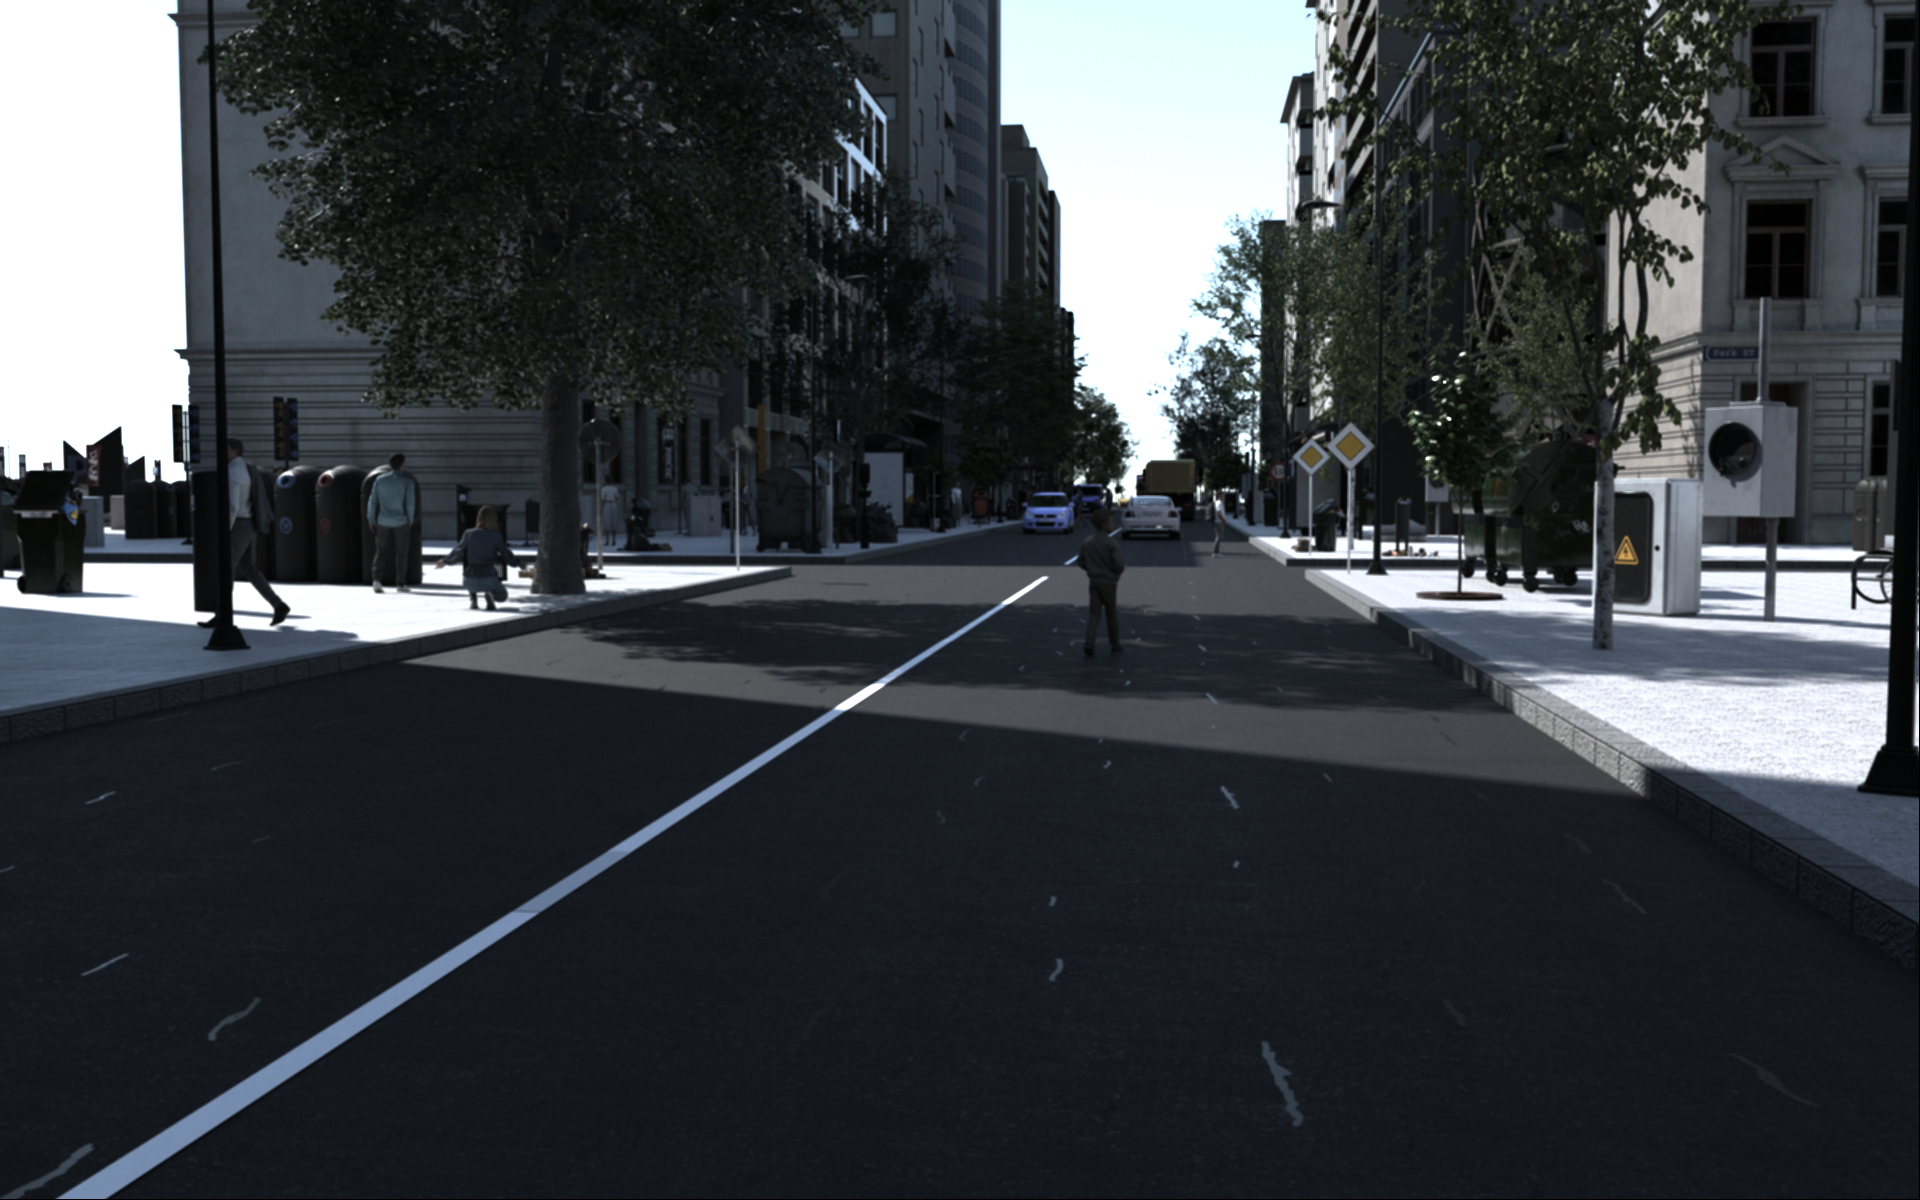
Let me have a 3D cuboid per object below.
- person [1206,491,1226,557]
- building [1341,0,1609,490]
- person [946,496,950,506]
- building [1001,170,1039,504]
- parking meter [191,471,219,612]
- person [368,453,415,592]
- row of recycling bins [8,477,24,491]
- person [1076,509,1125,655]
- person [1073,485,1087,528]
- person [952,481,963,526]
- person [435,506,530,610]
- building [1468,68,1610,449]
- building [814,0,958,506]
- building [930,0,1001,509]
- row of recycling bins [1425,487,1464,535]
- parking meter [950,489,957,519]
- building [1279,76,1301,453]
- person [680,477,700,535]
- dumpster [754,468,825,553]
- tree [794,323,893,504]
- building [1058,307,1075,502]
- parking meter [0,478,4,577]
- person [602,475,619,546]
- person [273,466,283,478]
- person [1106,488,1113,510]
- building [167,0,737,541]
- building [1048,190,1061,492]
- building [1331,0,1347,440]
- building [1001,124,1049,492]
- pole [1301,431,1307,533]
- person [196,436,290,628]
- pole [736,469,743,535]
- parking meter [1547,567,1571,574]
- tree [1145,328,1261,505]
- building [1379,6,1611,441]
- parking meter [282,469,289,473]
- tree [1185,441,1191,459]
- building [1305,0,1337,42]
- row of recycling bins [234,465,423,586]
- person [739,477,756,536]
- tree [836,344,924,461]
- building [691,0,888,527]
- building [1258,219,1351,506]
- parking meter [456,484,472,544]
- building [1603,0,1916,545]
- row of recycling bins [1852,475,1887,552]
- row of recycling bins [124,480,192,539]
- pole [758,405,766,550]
[{"bbox_3d":[5.875,-1.730,39.383,0.523,1.515,0.503,-3,4,-36],"label":"person"},{"bbox_3d":[38.647,-30.393,120.624,21.300,48.544,21.600,0,4,7],"label":"building"},{"bbox_3d":[-0.596,-5.045,93.206,0.332,1.250,0.352,1,4,20],"label":"person"},{"bbox_3d":[2.188,-32.408,213.461,14.154,41.232,14.086,0,4,7],"label":"building"},{"bbox_3d":[-8.223,-0.648,19.012,0.372,1.533,0.369,0,3,0],"label":"parking meter"},{"bbox_3d":[-7.456,-1.015,22.663,0.660,1.820,0.620,0,4,1],"label":"person"},{"bbox_3d":[-23.316,-2.127,41.888,1.069,1.692,3.534,0,4,-1],"label":"row of recycling bins"},{"bbox_3d":[1.256,-0.164,15.454,0.475,1.303,0.640,2,4,25],"label":"person"},{"bbox_3d":[5.146,-4.016,74.180,0.654,1.822,0.581,0,4,-5],"label":"person"},{"bbox_3d":[-0.155,-3.848,69.181,0.478,1.798,0.641,-1,4,-22],"label":"person"},{"bbox_3d":[-5.409,-0.481,19.402,1.012,1.151,0.738,0,4,-2],"label":"person"},{"bbox_3d":[30.572,-12.669,74.585,16.820,18.784,16.811,0,4,7],"label":"building"},{"bbox_3d":[-14.985,-32.906,127.259,28.713,52.752,27.495,0,4,7],"label":"building"},{"bbox_3d":[-8.177,-37.447,154.256,21.231,58.520,28.212,0,4,7],"label":"building"},{"bbox_3d":[16.127,-2.924,54.915,3.534,1.692,1.069,-2,4,-30],"label":"row of recycling bins"},{"bbox_3d":[-0.336,-4.837,87.497,0.372,1.533,0.369,0,3,0],"label":"parking meter"},{"bbox_3d":[54.328,-38.129,212.646,28.713,52.752,27.495,0,4,7],"label":"building"},{"bbox_3d":[-8.375,-2.904,53.622,0.635,1.810,0.391,-3,5,-41],"label":"person"},{"bbox_3d":[-3.814,-2.012,38.659,1.264,1.857,1.865,0,4,7],"label":"dumpster"},{"bbox_3d":[-5.043,-7.551,73.818,4.360,8.622,3.978,0,3,0],"label":"tree"},{"bbox_3d":[10.045,-30.108,263.965,14.160,30.474,14.107,0,4,7],"label":"building"},{"bbox_3d":[-14.989,-1.120,26.729,0.372,1.533,0.369,0,3,0],"label":"parking meter"},{"bbox_3d":[-8.745,-2.235,43.160,0.480,1.755,0.524,-2,4,-32],"label":"person"},{"bbox_3d":[-15.303,-2.053,38.978,0.474,1.900,0.648,-1,4,-19],"label":"person"},{"bbox_3d":[8.954,-5.784,103.253,0.537,1.800,0.526,-2,4,-33],"label":"person"},{"bbox_3d":[-15.501,-13.526,57.303,11.583,22.565,21.152,0,4,7],"label":"building"},{"bbox_3d":[7.100,-36.618,248.809,14.600,45.320,14.200,0,4,7],"label":"building"},{"bbox_3d":[37.622,-29.893,138.858,14.600,45.320,14.200,0,4,7],"label":"building"},{"bbox_3d":[0.379,-37.169,231.406,21.300,48.544,21.600,0,4,7],"label":"building"},{"bbox_3d":[11.199,-3.822,56.329,0.158,3.312,0.155,0,3,0],"label":"pole"},{"bbox_3d":[-6.912,-0.645,16.685,0.850,1.850,0.679,0,4,-8],"label":"person"},{"bbox_3d":[-6.967,-3.716,54.592,0.158,3.312,0.155,0,3,0],"label":"pole"},{"bbox_3d":[9.601,-1.181,27.721,0.372,1.533,0.369,0,3,0],"label":"parking meter"},{"bbox_3d":[27.521,-20.878,197.236,12.611,20.169,13.585,0,3,0],"label":"tree"},{"bbox_3d":[31.489,-18.448,95.133,14.314,27.812,24.014,0,4,7],"label":"building"},{"bbox_3d":[-15.618,-2.094,39.951,0.255,1.863,0.399,-2,4,-31],"label":"parking meter"},{"bbox_3d":[30.769,-16.606,221.862,4.360,8.622,3.978,0,3,0],"label":"tree"},{"bbox_3d":[46.947,-34.836,158.814,28.713,52.752,27.495,0,4,7],"label":"building"},{"bbox_3d":[-9.265,-1.107,25.217,3.534,1.692,1.069,2,4,26],"label":"row of recycling bins"},{"bbox_3d":[-6.551,-2.865,53.167,0.520,1.790,0.573,-1,4,-17],"label":"person"},{"bbox_3d":[-3.838,-8.044,81.886,4.737,8.622,4.395,0,3,0],"label":"tree"},{"bbox_3d":[-15.885,-17.158,85.042,19.350,26.468,34.151,0,4,7],"label":"building"},{"bbox_3d":[51.785,-35.181,258.796,14.154,41.232,14.086,0,4,7],"label":"building"},{"bbox_3d":[-12.660,-2.192,44.257,0.372,1.533,0.369,0,3,0],"label":"parking meter"},{"bbox_3d":[29.074,-12.902,47.108,21.152,22.565,11.583,0,4,7],"label":"building"},{"bbox_3d":[20.288,-1.861,37.535,1.069,1.692,3.534,1,4,10],"label":"row of recycling bins"},{"bbox_3d":[-23.165,-2.677,50.877,1.069,1.692,3.534,1,4,14],"label":"row of recycling bins"},{"bbox_3d":[-4.524,-2.797,39.580,0.158,3.312,0.155,0,3,0],"label":"pole"}]
